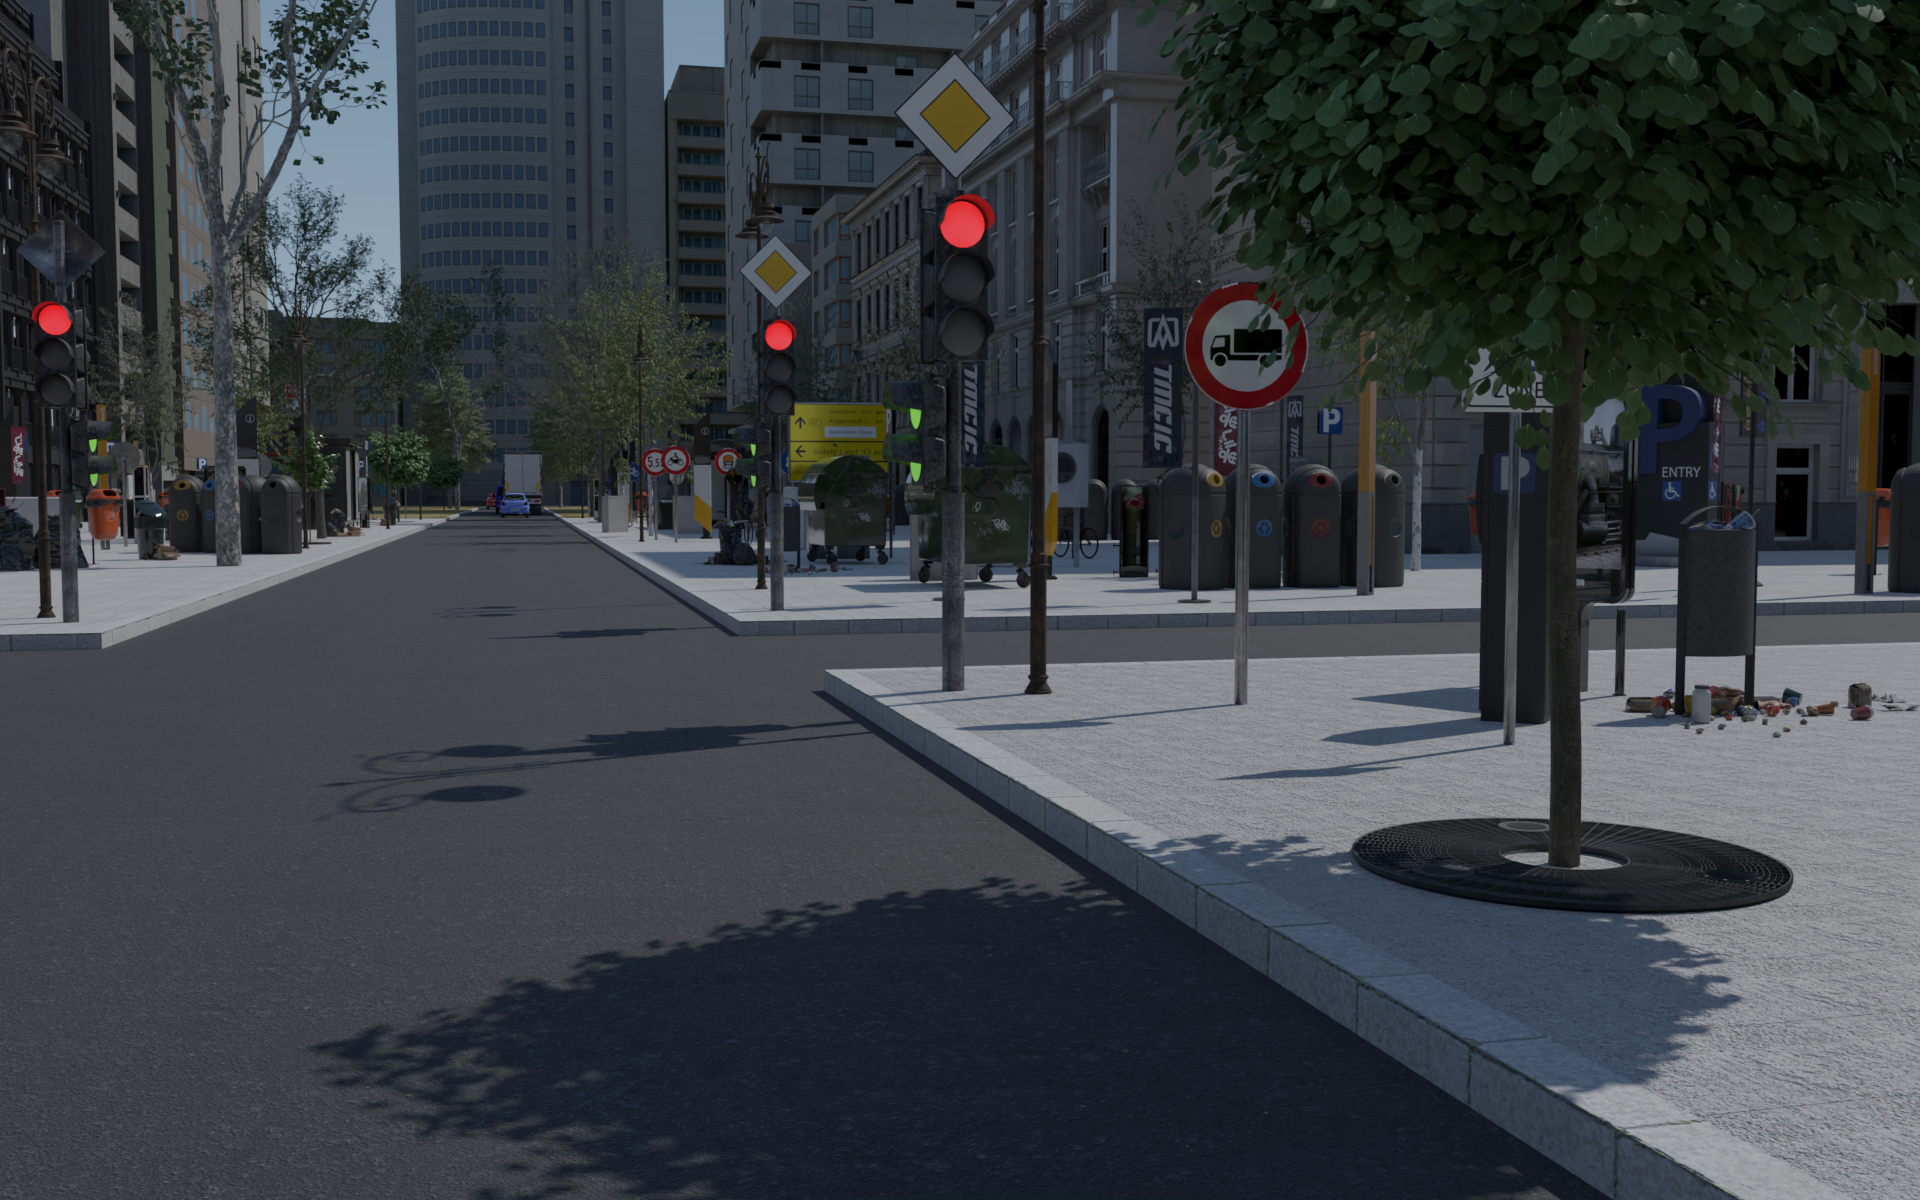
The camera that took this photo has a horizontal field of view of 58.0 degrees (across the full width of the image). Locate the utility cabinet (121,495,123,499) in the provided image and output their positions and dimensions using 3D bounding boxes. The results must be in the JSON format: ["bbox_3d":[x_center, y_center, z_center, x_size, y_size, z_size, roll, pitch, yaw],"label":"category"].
[{"bbox_3d":[-39.355,-4.363,82.497,1.020,1.237,0.306,-1,4,-16],"label":"utility cabinet"}]

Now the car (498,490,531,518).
[{"bbox_3d":[-26.936,-5.824,104.809,1.945,1.707,3.694,-1,4,-14],"label":"car"}]

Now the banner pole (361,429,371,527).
[{"bbox_3d":[-22.998,-4.712,67.063,0.401,3.779,0.863,0,4,-5],"label":"banner pole"}]

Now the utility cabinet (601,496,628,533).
[{"bbox_3d":[-11.544,-2.861,57.945,0.306,1.237,1.020,2,4,30],"label":"utility cabinet"}]

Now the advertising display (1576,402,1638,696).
[{"bbox_3d":[3.925,-0.372,11.301,0.123,1.923,0.974,-3,5,-40],"label":"advertising display"}]

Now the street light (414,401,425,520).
[{"bbox_3d":[-26.881,-6.933,86.149,0.468,5.910,1.993,-1,4,-14],"label":"street light"}]

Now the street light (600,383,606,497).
[{"bbox_3d":[-14.183,-5.871,68.784,0.468,5.910,1.993,-1,4,-14],"label":"street light"}]

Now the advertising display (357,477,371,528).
[{"bbox_3d":[-22.419,-3.667,65.175,0.123,1.923,0.974,-3,5,-39],"label":"advertising display"}]

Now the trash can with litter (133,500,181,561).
[{"bbox_3d":[-15.593,-1.368,33.756,1.055,1.170,0.624,2,4,32],"label":"trash can with litter"}]

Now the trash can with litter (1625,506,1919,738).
[{"bbox_3d":[4.819,0.057,10.122,2.233,1.210,1.678,-1,4,-18],"label":"trash can with litter"}]

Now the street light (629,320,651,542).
[{"bbox_3d":[-8.540,-4.497,46.306,0.468,5.910,1.993,-1,4,-14],"label":"street light"}]

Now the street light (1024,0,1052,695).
[{"bbox_3d":[0.503,-2.336,10.981,0.468,5.910,1.993,-1,4,-14],"label":"street light"}]

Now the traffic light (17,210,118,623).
[{"bbox_3d":[-8.871,-1.730,17.202,0.839,4.253,0.868,-1,4,-14],"label":"traffic light"}]

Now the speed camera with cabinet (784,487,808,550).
[{"bbox_3d":[-3.463,-2.839,40.747,0.660,3.252,2.038,1,4,20],"label":"speed camera with cabinet"}]

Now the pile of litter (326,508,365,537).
[{"bbox_3d":[-18.581,-2.352,52.422,1.176,0.858,1.719,1,4,22],"label":"pile of litter"}]

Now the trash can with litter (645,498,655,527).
[{"bbox_3d":[-11.803,-3.397,66.928,0.624,1.170,1.055,-1,4,-20],"label":"trash can with litter"}]

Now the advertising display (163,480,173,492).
[{"bbox_3d":[-37.061,-4.644,81.140,0.974,1.923,0.123,3,5,44],"label":"advertising display"}]

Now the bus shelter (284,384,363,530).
[{"bbox_3d":[-24.187,-5.404,65.993,2.179,5.291,8.768,-1,4,-14],"label":"bus shelter"}]

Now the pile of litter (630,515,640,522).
[{"bbox_3d":[-15.420,-4.010,79.536,1.719,0.858,1.176,-1,4,-17],"label":"pile of litter"}]

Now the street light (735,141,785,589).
[{"bbox_3d":[-2.678,-3.082,23.185,0.468,5.910,1.993,-1,4,-14],"label":"street light"}]

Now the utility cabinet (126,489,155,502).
[{"bbox_3d":[-36.208,-4.150,76.524,1.173,1.500,0.318,-1,4,-20],"label":"utility cabinet"}]

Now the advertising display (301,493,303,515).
[{"bbox_3d":[-22.324,-3.218,57.826,0.974,1.923,0.123,0,4,6],"label":"advertising display"}]

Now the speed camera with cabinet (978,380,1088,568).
[{"bbox_3d":[1.189,-2.199,30.296,2.038,3.252,0.660,1,4,20],"label":"speed camera with cabinet"}]

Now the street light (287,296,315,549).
[{"bbox_3d":[-15.390,-4.146,40.571,0.468,5.910,1.993,-1,4,-14],"label":"street light"}]

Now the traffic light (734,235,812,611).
[{"bbox_3d":[-2.031,-1.837,18.951,0.839,4.253,0.868,-1,4,-14],"label":"traffic light"}]

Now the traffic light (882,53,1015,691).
[{"bbox_3d":[-0.063,-1.363,11.211,0.839,4.253,0.868,-1,4,-14],"label":"traffic light"}]

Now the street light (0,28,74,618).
[{"bbox_3d":[-9.489,-2.753,17.807,0.468,5.910,1.993,-1,4,-14],"label":"street light"}]

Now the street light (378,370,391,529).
[{"bbox_3d":[-20.894,-5.523,63.084,0.468,5.910,1.993,-1,4,-14],"label":"street light"}]

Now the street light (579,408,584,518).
[{"bbox_3d":[-19.920,-7.245,91.244,0.468,5.910,1.993,-1,4,-14],"label":"street light"}]

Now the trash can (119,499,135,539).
[{"bbox_3d":[-23.808,-2.331,49.773,0.748,1.137,0.748,0,3,0],"label":"trash can"}]

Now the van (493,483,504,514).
[{"bbox_3d":[-32.744,-7.417,125.656,2.240,2.365,5.245,-1,4,-15],"label":"van"}]

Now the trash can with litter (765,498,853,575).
[{"bbox_3d":[-2.487,-1.071,28.565,1.678,1.210,2.233,3,5,40],"label":"trash can with litter"}]

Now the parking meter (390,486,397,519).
[{"bbox_3d":[-29.185,-5.115,89.348,0.255,1.863,0.399,0,4,7],"label":"parking meter"}]

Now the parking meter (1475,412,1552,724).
[{"bbox_3d":[3.129,-0.248,9.771,0.399,1.863,0.255,2,4,29],"label":"parking meter"}]

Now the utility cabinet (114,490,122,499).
[{"bbox_3d":[-41.559,-4.723,85.899,1.173,1.500,0.318,3,4,38],"label":"utility cabinet"}]

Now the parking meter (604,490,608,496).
[{"bbox_3d":[-18.361,-5.004,90.224,0.372,1.533,0.369,0,3,0],"label":"parking meter"}]

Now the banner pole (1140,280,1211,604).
[{"bbox_3d":[2.549,-1.860,20.428,0.863,3.779,0.401,1,4,16],"label":"banner pole"}]

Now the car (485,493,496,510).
[{"bbox_3d":[-42.748,-9.218,159.748,2.155,1.783,4.494,-1,4,-14],"label":"car"}]

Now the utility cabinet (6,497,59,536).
[{"bbox_3d":[-19.520,-1.551,36.517,1.020,1.237,0.306,-2,4,-30],"label":"utility cabinet"}]

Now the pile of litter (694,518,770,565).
[{"bbox_3d":[-4.067,-1.078,31.588,1.176,0.858,1.719,-3,5,-43],"label":"pile of litter"}]

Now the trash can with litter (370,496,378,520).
[{"bbox_3d":[-29.732,-4.571,85.798,2.233,1.210,1.678,0,4,-5],"label":"trash can with litter"}]

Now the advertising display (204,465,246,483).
[{"bbox_3d":[-16.679,-2.089,39.361,0.123,1.923,0.974,2,4,35],"label":"advertising display"}]

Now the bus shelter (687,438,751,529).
[{"bbox_3d":[-9.249,-4.385,65.624,2.014,3.302,5.546,-1,4,-14],"label":"bus shelter"}]

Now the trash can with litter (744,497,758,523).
[{"bbox_3d":[-9.200,-3.992,76.655,1.055,1.170,0.624,2,4,29],"label":"trash can with litter"}]

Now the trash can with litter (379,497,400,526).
[{"bbox_3d":[-23.087,-3.588,70.050,0.624,1.170,1.055,0,4,-1],"label":"trash can with litter"}]

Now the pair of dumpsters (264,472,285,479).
[{"bbox_3d":[-26.838,-4.052,68.751,1.574,2.255,4.437,-1,4,-14],"label":"pair of dumpsters"}]

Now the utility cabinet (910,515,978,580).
[{"bbox_3d":[-0.243,-0.907,25.986,1.020,1.237,0.306,0,4,-2],"label":"utility cabinet"}]

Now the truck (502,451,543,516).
[{"bbox_3d":[-29.725,-7.880,117.743,2.839,4.237,11.283,-1,4,-14],"label":"truck"}]

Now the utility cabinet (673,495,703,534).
[{"bbox_3d":[-8.781,-2.753,56.173,1.020,1.237,0.306,0,4,2],"label":"utility cabinet"}]
